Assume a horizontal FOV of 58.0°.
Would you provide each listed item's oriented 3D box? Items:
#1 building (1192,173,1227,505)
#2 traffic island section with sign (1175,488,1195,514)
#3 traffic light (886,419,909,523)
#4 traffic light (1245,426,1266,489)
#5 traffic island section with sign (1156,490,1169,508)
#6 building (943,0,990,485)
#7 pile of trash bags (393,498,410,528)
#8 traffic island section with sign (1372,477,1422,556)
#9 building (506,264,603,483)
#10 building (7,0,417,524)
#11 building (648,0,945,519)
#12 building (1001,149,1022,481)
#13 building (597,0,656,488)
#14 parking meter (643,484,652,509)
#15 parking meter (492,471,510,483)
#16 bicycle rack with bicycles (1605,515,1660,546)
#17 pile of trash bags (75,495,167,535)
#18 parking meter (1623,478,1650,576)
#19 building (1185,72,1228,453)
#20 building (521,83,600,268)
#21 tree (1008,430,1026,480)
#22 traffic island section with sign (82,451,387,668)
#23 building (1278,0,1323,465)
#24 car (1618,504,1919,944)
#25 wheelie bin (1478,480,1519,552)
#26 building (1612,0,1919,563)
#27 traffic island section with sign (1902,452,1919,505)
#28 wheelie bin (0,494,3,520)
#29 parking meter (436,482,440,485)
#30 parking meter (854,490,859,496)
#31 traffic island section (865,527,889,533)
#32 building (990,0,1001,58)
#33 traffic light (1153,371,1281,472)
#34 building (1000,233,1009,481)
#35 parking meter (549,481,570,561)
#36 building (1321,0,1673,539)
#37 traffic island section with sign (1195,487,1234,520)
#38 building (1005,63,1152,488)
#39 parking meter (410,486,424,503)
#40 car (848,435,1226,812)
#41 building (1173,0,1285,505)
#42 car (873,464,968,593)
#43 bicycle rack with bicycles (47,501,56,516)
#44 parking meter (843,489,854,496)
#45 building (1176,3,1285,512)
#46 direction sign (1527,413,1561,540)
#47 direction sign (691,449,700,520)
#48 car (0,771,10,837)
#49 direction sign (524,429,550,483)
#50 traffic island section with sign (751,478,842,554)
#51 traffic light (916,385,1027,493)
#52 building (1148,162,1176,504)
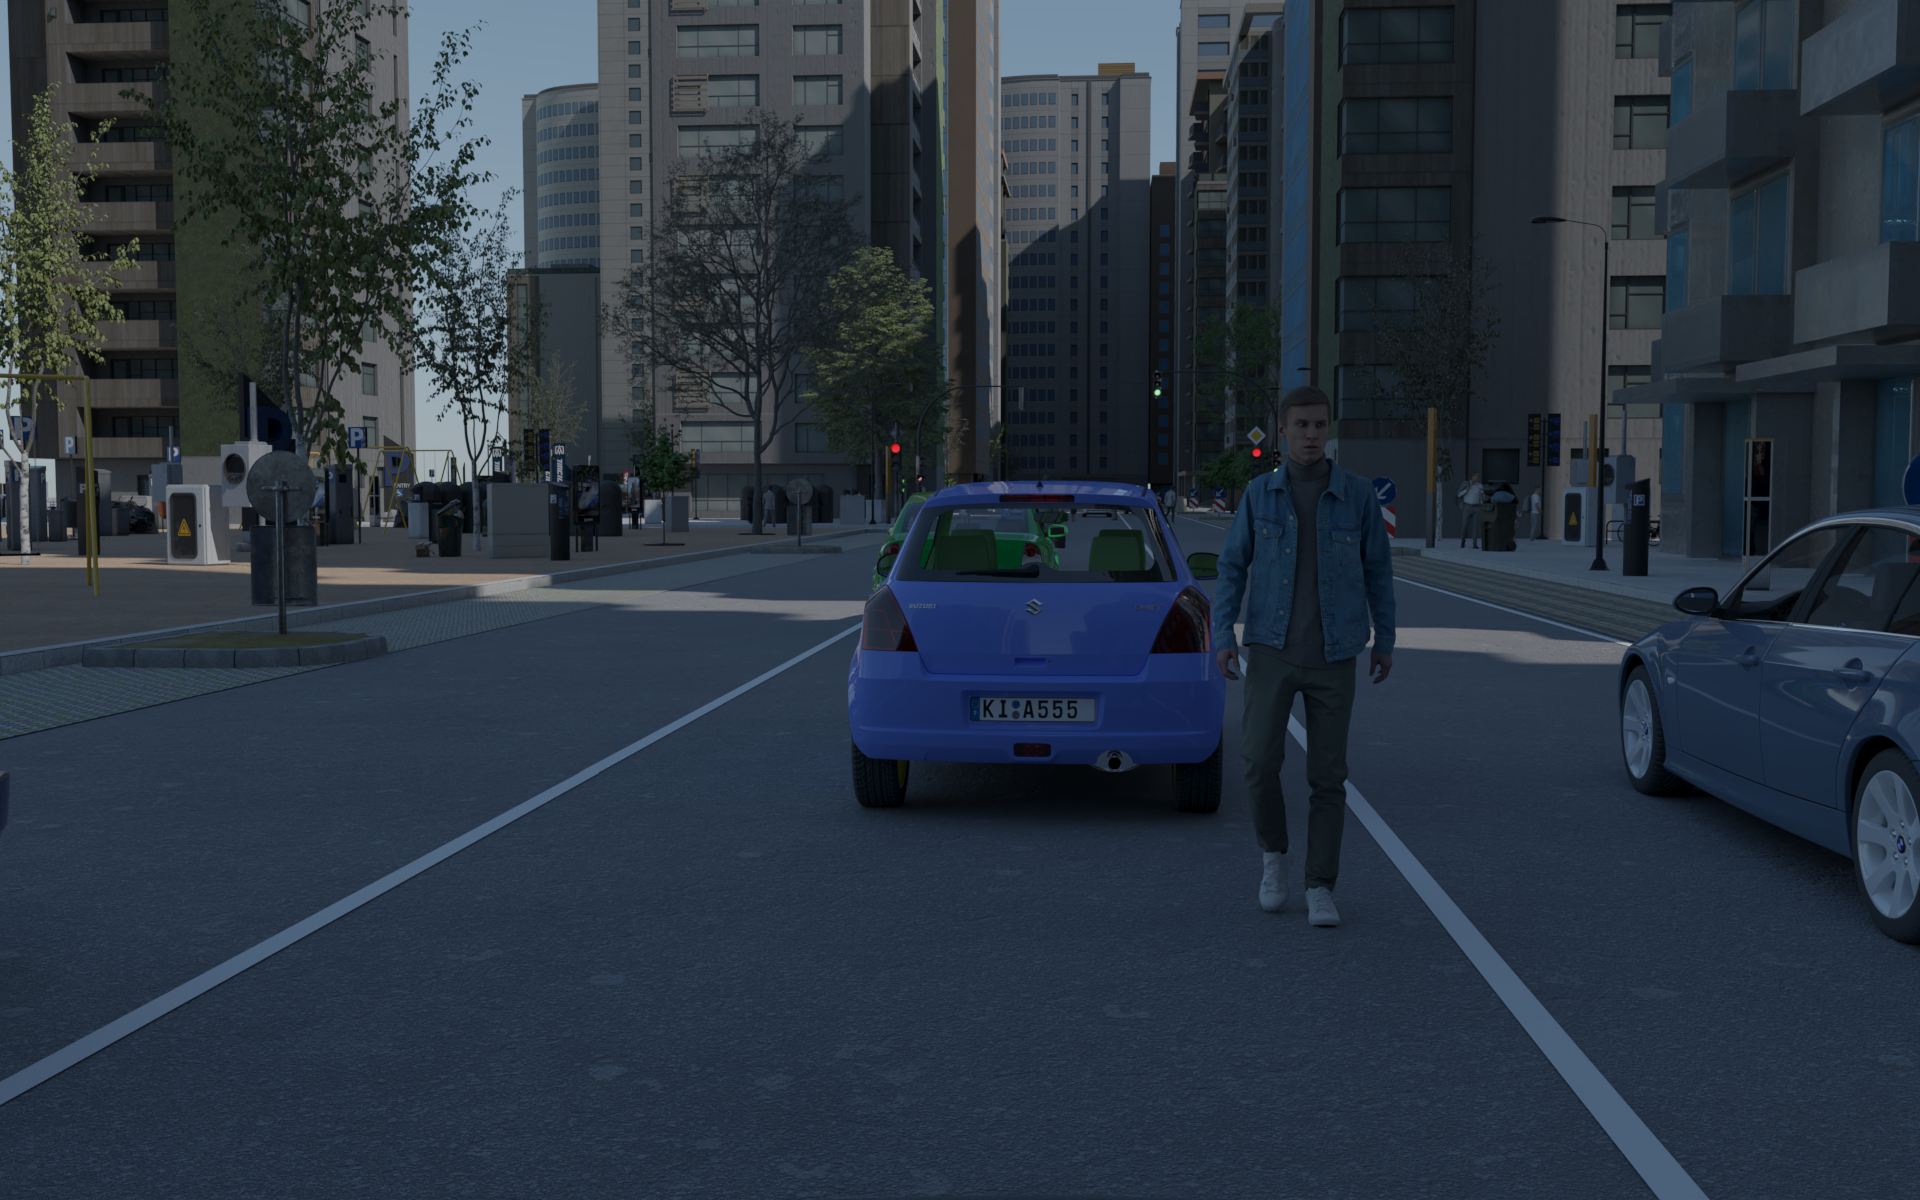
[{"bbox_3d":[28.225,-23.612,157.758,14.160,30.474,14.107,0,4,5],"label":"building"},{"bbox_3d":[16.548,-7.047,123.843,1.989,1.847,2.006,0,4,5],"label":"traffic island section with sign"},{"bbox_3d":[-2.353,-4.640,64.784,0.839,4.253,0.868,0,4,5],"label":"traffic light"},{"bbox_3d":[12.216,-5.058,71.620,0.839,4.253,0.868,0,4,5],"label":"traffic light"},{"bbox_3d":[20.616,-10.075,173.351,1.989,1.847,2.006,0,4,5],"label":"traffic island section with sign"},{"bbox_3d":[-5.228,-28.920,122.952,14.600,45.320,14.200,0,4,5],"label":"building"},{"bbox_3d":[-20.089,-3.472,66.524,3.447,1.369,1.912,0,4,1],"label":"pile of trash bags"},{"bbox_3d":[9.748,-1.977,40.956,1.989,1.847,2.006,0,4,5],"label":"traffic island section with sign"},{"bbox_3d":[-48.843,-27.514,221.552,14.107,30.474,14.160,0,4,5],"label":"building"},{"bbox_3d":[-34.830,-18.882,80.424,14.107,30.474,14.160,0,4,5],"label":"building"},{"bbox_3d":[-8.452,-25.179,95.274,14.154,41.232,14.086,0,4,5],"label":"building"},{"bbox_3d":[-7.000,-34.182,213.496,28.867,44.769,22.147,0,4,5],"label":"building"},{"bbox_3d":[-31.833,-47.529,215.353,20.611,71.187,20.563,0,4,5],"label":"building"},{"bbox_3d":[-17.357,-5.523,96.005,0.399,1.863,0.255,0,4,4],"label":"parking meter"},{"bbox_3d":[-11.588,-2.329,43.798,0.399,1.863,0.255,1,4,18],"label":"parking meter"},{"bbox_3d":[17.522,-1.812,43.013,2.925,0.926,2.852,0,4,-3],"label":"bicycle rack with bicycles"},{"bbox_3d":[-26.621,-2.814,55.756,1.912,1.369,3.447,1,4,22],"label":"pile of trash bags"},{"bbox_3d":[10.600,-1.145,27.139,0.372,1.533,0.369,0,3,0],"label":"parking meter"},{"bbox_3d":[34.761,-32.031,178.338,22.147,44.769,28.867,0,4,5],"label":"building"},{"bbox_3d":[-46.493,-43.021,245.391,28.212,58.520,21.231,0,4,5],"label":"building"},{"bbox_3d":[5.364,-15.013,195.818,4.360,8.622,3.978,0,3,0],"label":"tree"},{"bbox_3d":[-6.162,-0.396,15.106,1.989,1.847,2.006,0,4,5],"label":"traffic island section with sign"},{"bbox_3d":[22.088,-26.091,76.696,14.200,45.320,14.600,0,4,5],"label":"building"},{"bbox_3d":[3.958,0.323,6.718,2.014,1.417,4.499,0,4,5],"label":"car"},{"bbox_3d":[12.031,-1.884,38.714,0.693,1.594,0.980,-2,4,-23],"label":"wheelie bin"},{"bbox_3d":[23.808,-24.675,23.049,23.786,49.044,30.456,0,4,5],"label":"building"},{"bbox_3d":[7.536,-0.334,14.091,1.989,1.847,2.006,0,4,5],"label":"traffic island section with sign"},{"bbox_3d":[-48.354,-4.820,86.722,0.693,1.594,0.980,-1,4,-16],"label":"wheelie bin"},{"bbox_3d":[-23.496,-4.412,77.848,0.399,1.863,0.255,-1,4,-12],"label":"parking meter"},{"bbox_3d":[-5.183,-4.737,85.858,0.372,1.533,0.369,0,3,0],"label":"parking meter"},{"bbox_3d":[-2.392,-2.608,64.922,2.009,0.180,2.903,0,4,5],"label":"traffic island section"},{"bbox_3d":[-7.479,-37.923,162.039,21.231,58.520,28.212,0,4,5],"label":"building"},{"bbox_3d":[9.471,-5.445,63.691,4.771,5.953,1.251,0,4,5],"label":"traffic light"},{"bbox_3d":[-2.225,-25.240,184.378,14.160,30.474,14.107,0,4,5],"label":"building"},{"bbox_3d":[-7.731,-1.532,33.453,0.372,1.533,0.369,0,3,0],"label":"parking meter"},{"bbox_3d":[18.472,-17.359,55.515,14.160,30.474,14.107,0,4,5],"label":"building"},{"bbox_3d":[14.315,-5.381,96.608,1.989,1.847,2.006,0,4,5],"label":"traffic island section with sign"},{"bbox_3d":[12.010,-42.751,240.983,28.212,58.520,21.231,0,4,5],"label":"building"},{"bbox_3d":[-16.060,-2.619,51.238,0.372,1.533,0.369,0,3,0],"label":"parking meter"},{"bbox_3d":[0.468,0.026,9.159,1.945,1.707,3.694,0,4,5],"label":"car"},{"bbox_3d":[36.191,-40.635,206.383,21.231,58.520,28.212,0,4,5],"label":"building"},{"bbox_3d":[0.149,-0.573,18.162,1.959,1.807,4.718,0,4,3],"label":"car"},{"bbox_3d":[-47.527,-4.812,92.060,2.852,0.926,2.925,0,4,-2],"label":"bicycle rack with bicycles"},{"bbox_3d":[-5.538,-4.683,84.980,0.372,1.533,0.369,0,3,0],"label":"parking meter"},{"bbox_3d":[33.274,-26.972,132.880,32.217,40.220,23.993,0,4,5],"label":"building"},{"bbox_3d":[16.424,-3.472,48.767,0.876,3.537,0.379,2,4,25],"label":"direction sign"},{"bbox_3d":[-13.264,-5.808,86.962,0.379,3.537,0.876,1,4,20],"label":"direction sign"},{"bbox_3d":[-3.754,0.558,3.450,1.945,1.354,3.894,0,4,3],"label":"car"},{"bbox_3d":[-14.713,-4.175,60.257,0.876,3.537,0.379,0,4,-2],"label":"direction sign"},{"bbox_3d":[-3.932,-2.048,42.109,1.989,1.847,2.006,0,4,5],"label":"traffic island section with sign"},{"bbox_3d":[0.393,-5.990,72.607,4.771,5.953,1.251,0,4,5],"label":"traffic light"},{"bbox_3d":[32.951,-35.827,235.886,14.200,45.320,14.600,0,4,5],"label":"building"}]
